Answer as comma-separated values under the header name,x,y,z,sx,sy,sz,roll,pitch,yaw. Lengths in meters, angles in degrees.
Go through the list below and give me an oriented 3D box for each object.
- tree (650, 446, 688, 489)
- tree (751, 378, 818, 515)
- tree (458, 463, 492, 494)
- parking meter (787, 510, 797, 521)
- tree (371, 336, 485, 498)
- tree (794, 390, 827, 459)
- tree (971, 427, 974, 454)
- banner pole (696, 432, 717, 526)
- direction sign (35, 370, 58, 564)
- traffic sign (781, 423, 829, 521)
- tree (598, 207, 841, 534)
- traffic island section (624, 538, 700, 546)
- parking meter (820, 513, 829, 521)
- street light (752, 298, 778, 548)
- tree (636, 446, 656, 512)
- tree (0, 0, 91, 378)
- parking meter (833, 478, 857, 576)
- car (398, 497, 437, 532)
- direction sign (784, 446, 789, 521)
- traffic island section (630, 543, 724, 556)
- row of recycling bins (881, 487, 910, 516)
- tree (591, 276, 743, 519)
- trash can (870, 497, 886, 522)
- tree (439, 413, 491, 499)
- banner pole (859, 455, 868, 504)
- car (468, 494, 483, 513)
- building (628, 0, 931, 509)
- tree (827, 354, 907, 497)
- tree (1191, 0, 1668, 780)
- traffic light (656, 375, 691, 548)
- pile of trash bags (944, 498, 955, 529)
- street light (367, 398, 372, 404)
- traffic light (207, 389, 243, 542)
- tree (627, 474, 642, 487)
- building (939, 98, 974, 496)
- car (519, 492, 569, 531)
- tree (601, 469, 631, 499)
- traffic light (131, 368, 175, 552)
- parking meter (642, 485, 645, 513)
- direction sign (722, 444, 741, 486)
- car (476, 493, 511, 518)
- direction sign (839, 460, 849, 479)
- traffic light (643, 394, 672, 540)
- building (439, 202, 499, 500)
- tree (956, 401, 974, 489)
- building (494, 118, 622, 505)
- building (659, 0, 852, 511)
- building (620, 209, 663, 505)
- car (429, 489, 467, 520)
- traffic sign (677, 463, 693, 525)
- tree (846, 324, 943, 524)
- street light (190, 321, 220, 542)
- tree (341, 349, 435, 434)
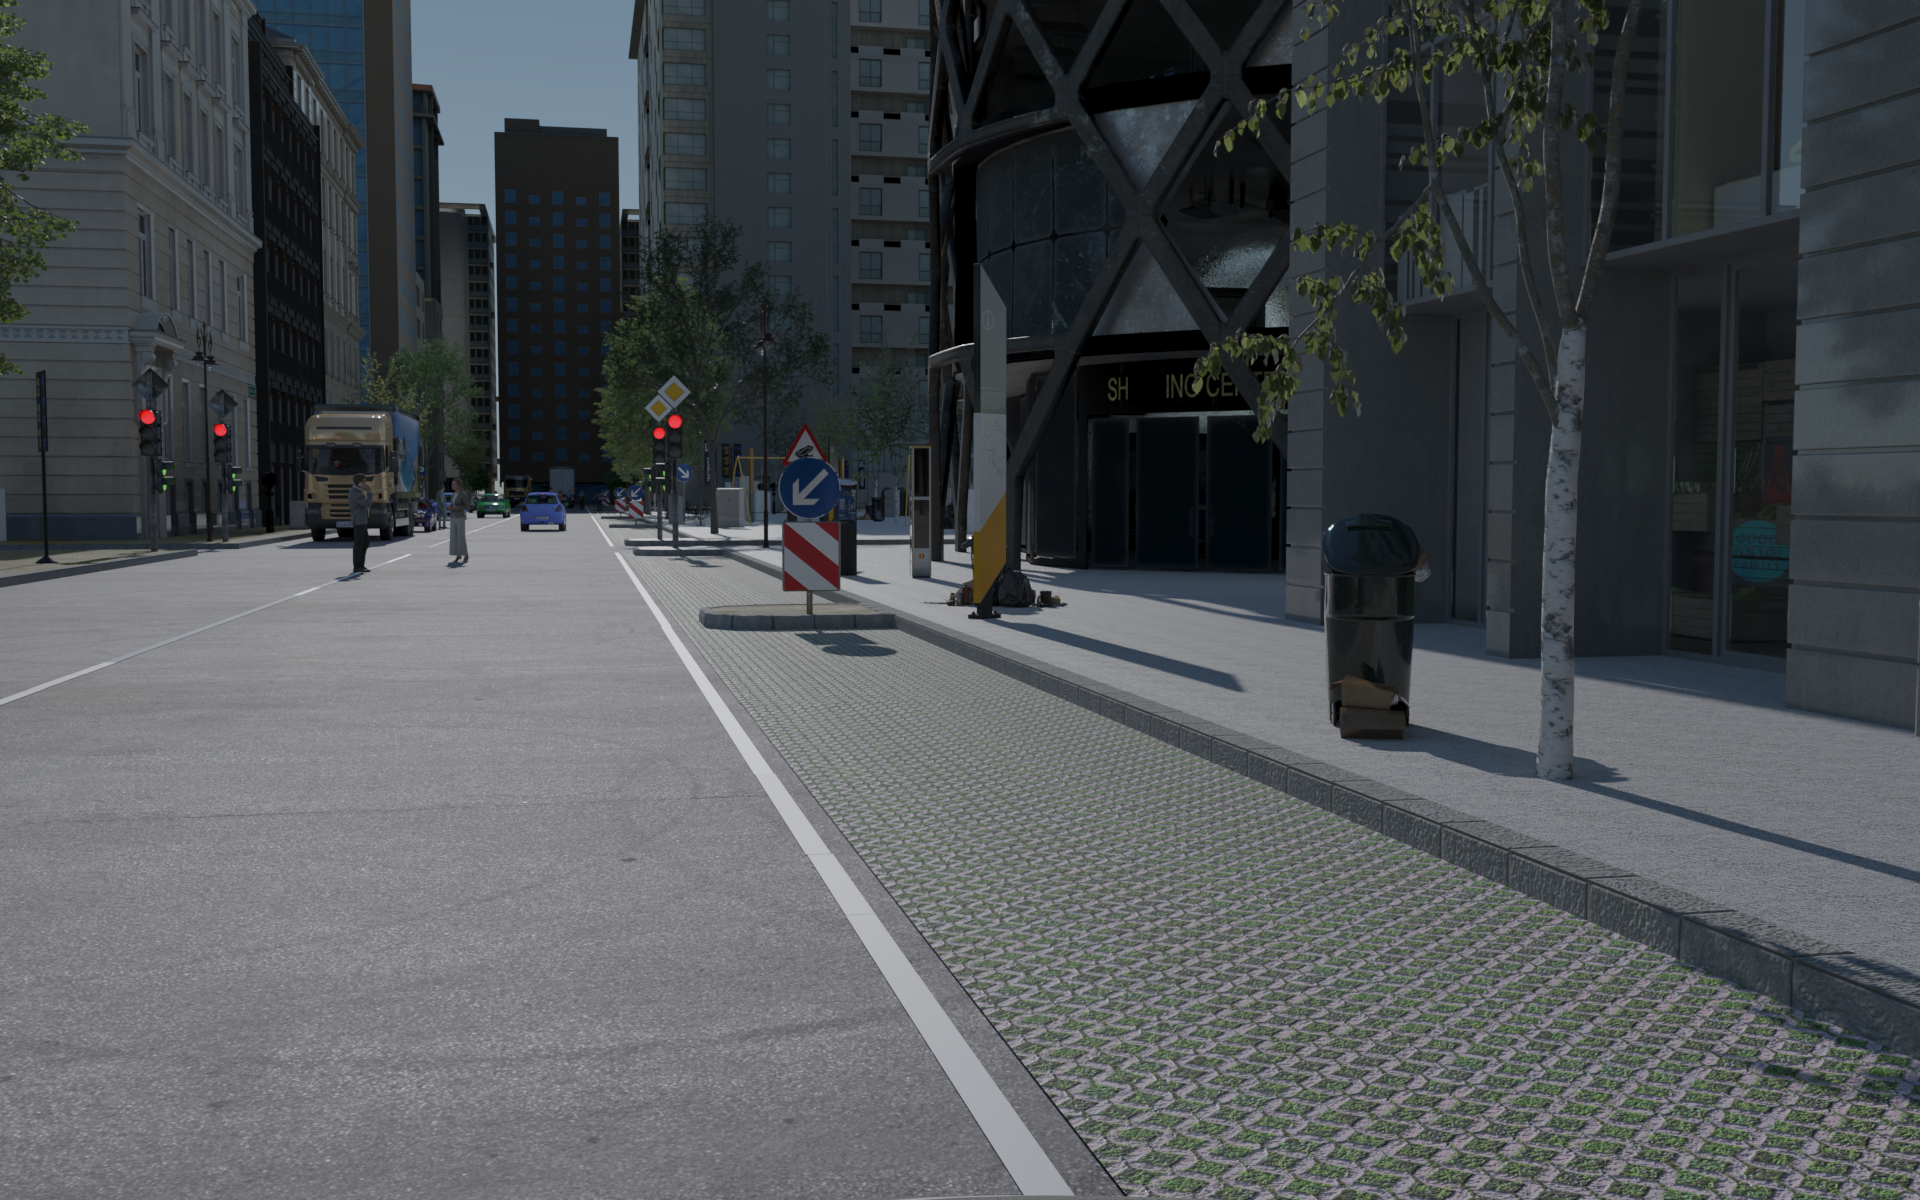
name,x,y,z,sx,sy,sz,roll,pitch,yaw
tree,-20.412,-10.286,118.546,4.737,8.622,4.395,0,3,0
tree,-10.476,-9.362,103.436,4.360,8.622,3.978,0,3,0
tree,-54.383,-12.936,195.210,4.285,4.588,4.351,0,3,0
parking meter,-6.165,-3.376,63.608,0.372,1.533,0.369,0,3,0
tree,-35.099,-11.496,113.718,9.928,11.665,9.643,0,3,0
tree,-9.348,-10.378,120.049,4.737,8.622,4.395,0,3,0
tree,2.374,-9.792,110.458,4.737,8.622,4.395,0,3,0
banner pole,-10.286,-4.900,70.136,0.863,3.779,0.401,0,4,-3
direction sign,-16.934,-2.447,32.006,0.379,3.537,0.876,-3,4,-37
traffic sign,-2.848,-1.953,31.929,0.884,2.594,0.081,-1,4,-12
tree,-7.832,-7.420,55.737,8.767,10.594,7.601,0,4,6
traffic island section,-8.455,-1.631,48.941,2.009,0.180,2.903,-1,4,-12
parking meter,-6.006,-4.371,77.177,0.399,1.863,0.255,-3,5,-43
street light,-4.624,-4.179,41.122,0.468,5.910,1.993,-1,4,-12
tree,-22.199,-10.651,124.514,4.360,8.622,3.978,0,3,0
tree,-15.627,-6.429,23.240,7.486,12.596,7.792,0,3,0
parking meter,-1.811,-1.156,27.305,0.372,1.533,0.369,0,3,0
car,-20.989,-3.276,66.141,1.945,1.354,3.894,-1,4,-12
direction sign,-8.112,-5.472,81.458,0.379,3.537,0.876,0,4,5
traffic island section,-6.731,-1.154,41.143,2.009,0.180,2.903,-1,4,-12
row of recycling bins,-2.940,-5.735,100.879,3.534,1.692,1.069,1,4,18
tree,-14.613,-10.467,89.265,7.486,12.596,7.792,0,3,0
trash can,-3.806,-4.220,80.653,0.748,1.137,0.748,0,3,0
tree,-46.875,-13.123,164.925,4.737,8.622,4.395,0,3,0
banner pole,-6.099,-7.370,110.510,0.863,3.779,0.401,1,4,18
car,-36.715,-7.402,132.820,2.131,1.459,4.920,-1,4,-14
building,-19.984,-36.381,184.068,28.713,52.752,27.495,-1,4,-12
tree,-4.531,-8.630,91.466,4.737,8.622,4.395,0,3,0
tree,2.631,-3.513,7.808,4.360,8.622,3.978,0,3,0
traffic light,-6.773,-3.187,41.020,0.839,4.253,0.868,-1,4,-12
pile of trash bags,0.756,-3.341,64.374,3.447,1.369,1.912,-1,4,-16
street light,-28.421,-6.774,83.551,0.468,5.910,1.993,-1,4,-12
traffic light,-19.685,-3.512,46.337,0.839,4.253,0.868,-1,4,-12
tree,-26.750,-9.110,143.553,1.663,3.219,1.824,0,3,0
building,-13.962,-34.743,157.291,28.713,52.752,27.495,-1,4,-12
car,-16.519,-3.616,68.710,1.945,1.707,3.694,-1,4,-11
tree,-39.317,-13.114,198.131,4.285,4.588,4.351,0,3,0
traffic light,-17.961,-3.035,38.540,0.839,4.253,0.868,-1,4,-12
parking meter,-20.860,-6.666,114.696,0.399,1.863,0.255,-3,5,-44
direction sign,-10.280,-5.258,77.973,0.876,3.537,0.379,0,4,-1
car,-28.298,-5.889,105.076,1.959,1.807,4.718,-1,4,-11
direction sign,-7.843,-7.644,116.980,0.876,3.537,0.379,3,4,38
traffic light,-8.497,-3.663,48.818,0.839,4.253,0.868,-1,4,-12
building,-70.218,-32.038,215.710,23.993,40.220,32.217,-1,4,-12
tree,0.882,-8.114,83.023,4.360,8.622,3.978,0,3,0
building,-48.663,-34.283,210.632,14.200,45.320,14.600,-1,4,-12
building,-16.286,-27.621,135.199,14.154,41.232,14.086,-1,4,-12
building,-32.062,-32.555,224.154,23.993,40.220,32.217,-1,4,-12
car,-27.995,-5.208,94.735,1.945,1.707,3.694,-1,4,-10
traffic sign,-11.521,-4.412,72.246,0.768,2.556,0.104,-1,4,-10
tree,-2.784,-7.589,74.447,4.360,8.622,3.978,0,3,0
street light,-20.209,-4.507,46.473,0.468,5.910,1.993,-1,4,-12
tree,-29.117,-8.413,87.908,4.360,8.622,3.978,0,3,0
